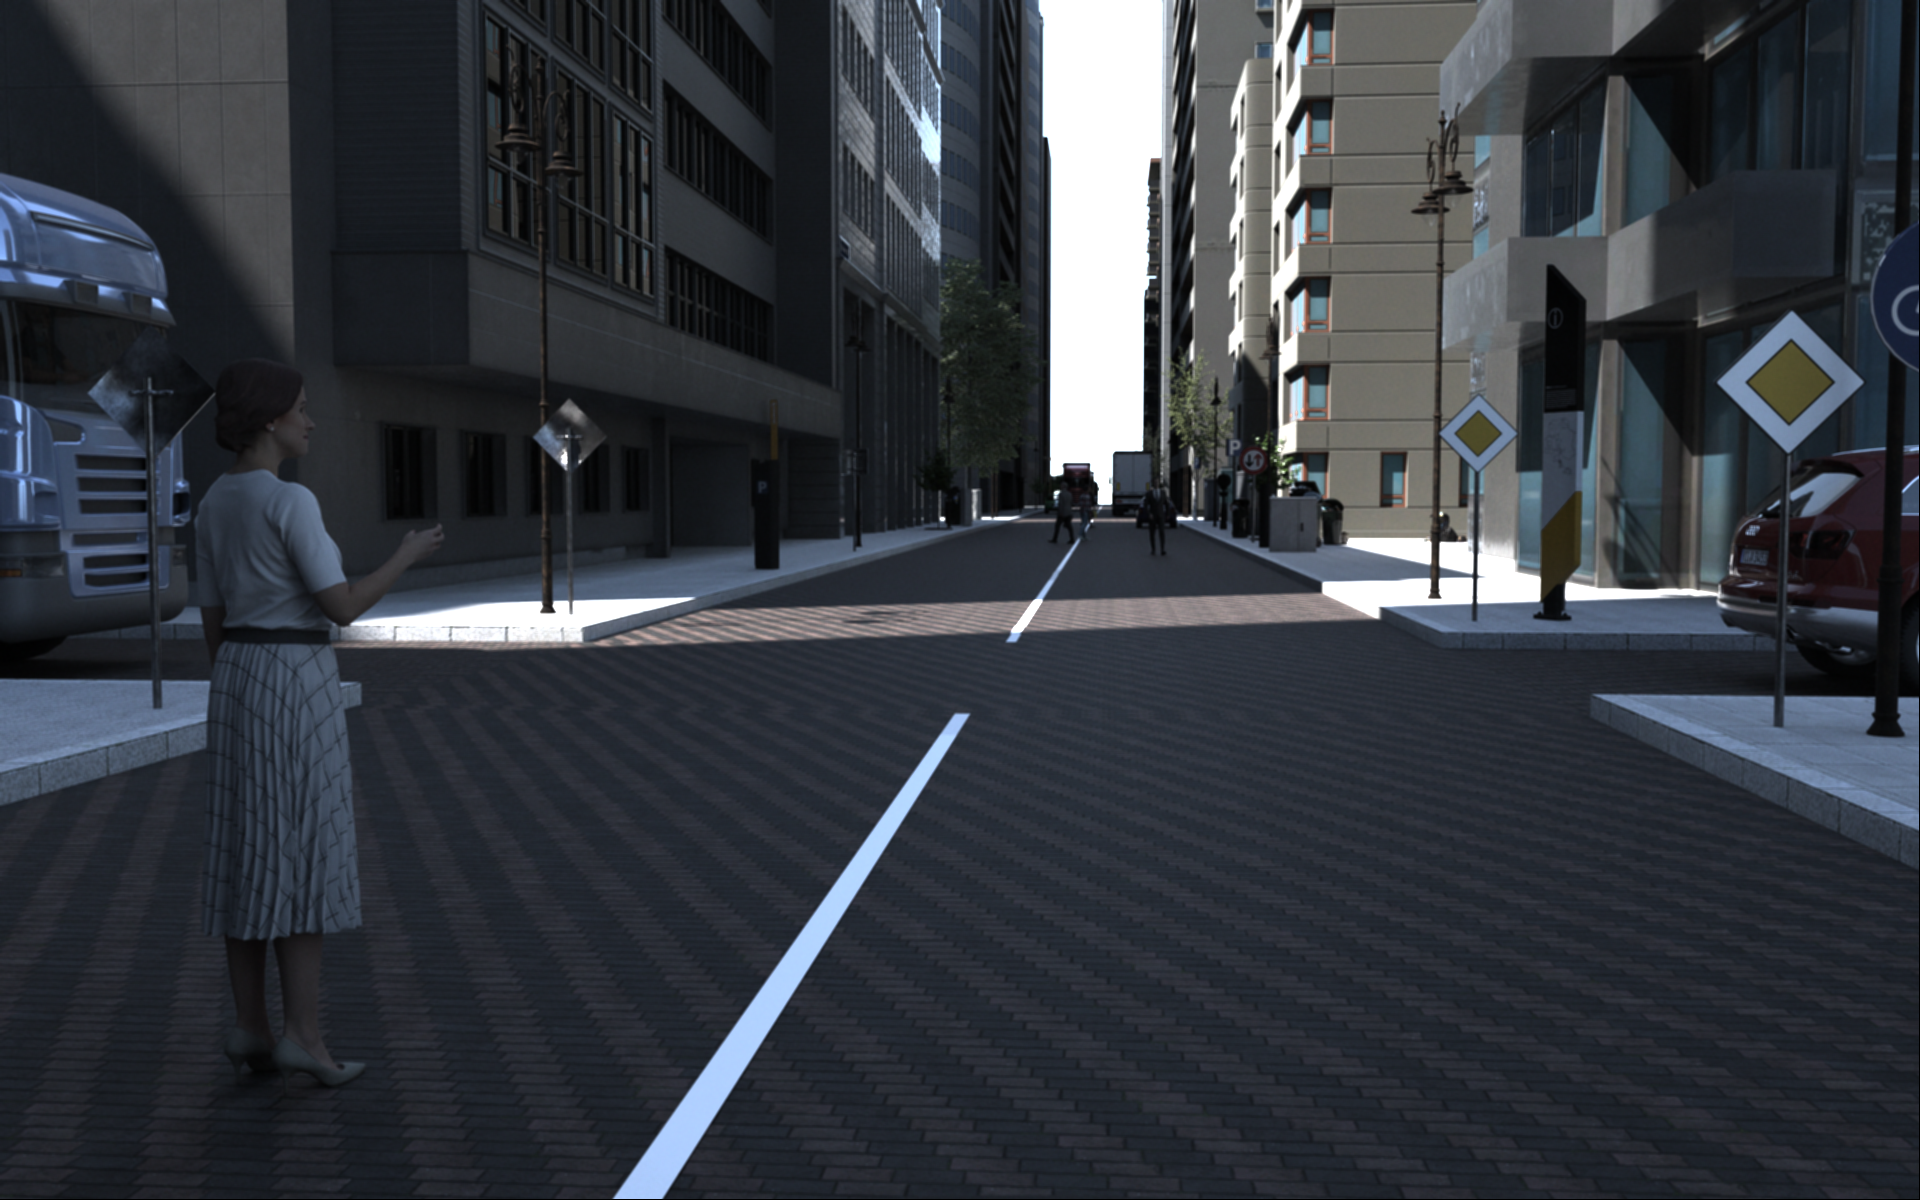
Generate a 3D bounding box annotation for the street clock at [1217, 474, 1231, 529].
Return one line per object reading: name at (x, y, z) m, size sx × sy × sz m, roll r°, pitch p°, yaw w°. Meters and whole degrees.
street clock at (9.574, -3.567, 62.883) m, size 0.471 × 2.002 × 0.358 m, roll 3°, pitch 4°, yaw 38°

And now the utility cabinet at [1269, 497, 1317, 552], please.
utility cabinet at (7.377, -1.665, 38.378) m, size 1.020 × 1.237 × 0.306 m, roll 0°, pitch 4°, yaw 8°

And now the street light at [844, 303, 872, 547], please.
street light at (-2.468, -4.232, 41.973) m, size 0.468 × 5.910 × 1.993 m, roll 0°, pitch 4°, yaw 5°

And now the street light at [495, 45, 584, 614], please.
street light at (-4.436, -2.793, 18.458) m, size 0.468 × 5.910 × 1.993 m, roll 0°, pitch 4°, yaw 5°

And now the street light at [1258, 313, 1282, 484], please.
street light at (7.950, -4.387, 44.519) m, size 0.468 × 5.910 × 1.993 m, roll 0°, pitch 4°, yaw 5°

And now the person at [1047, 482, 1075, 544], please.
person at (2.965, -2.537, 50.371) m, size 0.834 × 1.777 × 0.661 m, roll 2°, pitch 4°, yaw 34°

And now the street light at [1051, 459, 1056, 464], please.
street light at (9.294, -12.550, 177.976) m, size 0.468 × 5.910 × 1.993 m, roll 0°, pitch 4°, yaw 5°

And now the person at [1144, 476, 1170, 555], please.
person at (4.668, -1.993, 40.856) m, size 0.659 × 1.850 × 0.755 m, roll 0°, pitch 4°, yaw -3°

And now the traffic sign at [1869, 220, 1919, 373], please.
traffic sign at (4.472, -0.472, 7.817) m, size 0.768 × 2.556 × 0.104 m, roll 1°, pitch 4°, yaw 9°

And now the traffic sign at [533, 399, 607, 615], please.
traffic sign at (-4.112, -0.894, 18.259) m, size 0.795 × 2.450 × 0.064 m, roll 0°, pitch 4°, yaw 5°

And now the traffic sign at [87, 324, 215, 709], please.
traffic sign at (-4.800, -0.407, 10.303) m, size 0.795 × 2.450 × 0.064 m, roll 0°, pitch 4°, yaw 5°

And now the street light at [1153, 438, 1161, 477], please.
street light at (16.430, -10.434, 143.388) m, size 0.468 × 5.910 × 1.993 m, roll 0°, pitch 4°, yaw 5°

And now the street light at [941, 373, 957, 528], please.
street light at (-0.424, -5.708, 66.111) m, size 0.468 × 5.910 × 1.993 m, roll 0°, pitch 4°, yaw 5°

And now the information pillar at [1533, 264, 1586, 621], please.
information pillar at (6.093, -1.601, 17.534) m, size 0.183 × 3.616 × 0.504 m, roll -2°, pitch 4°, yaw -24°

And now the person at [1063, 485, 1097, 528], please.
person at (5.117, -3.980, 73.790) m, size 1.509 × 1.804 × 0.699 m, roll -1°, pitch 4°, yaw -8°

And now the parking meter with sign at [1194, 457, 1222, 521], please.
parking meter with sign at (12.007, -5.265, 82.341) m, size 1.738 × 3.016 × 0.543 m, roll -1°, pitch 4°, yaw -21°

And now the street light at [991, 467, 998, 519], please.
street light at (2.003, -7.459, 94.745) m, size 0.468 × 5.910 × 1.993 m, roll 0°, pitch 4°, yaw 5°

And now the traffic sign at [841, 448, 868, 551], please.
traffic sign at (-2.357, -2.237, 38.703) m, size 0.606 × 2.300 × 0.079 m, roll 1°, pitch 4°, yaw 10°

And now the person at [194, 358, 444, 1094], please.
person at (-1.592, 0.295, 4.249) m, size 0.480 × 1.755 × 0.524 m, roll 2°, pitch 4°, yaw 30°

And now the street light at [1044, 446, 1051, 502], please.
street light at (8.203, -11.832, 166.242) m, size 0.468 × 5.910 × 1.993 m, roll 0°, pitch 4°, yaw 5°

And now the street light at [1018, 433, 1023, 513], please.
street light at (4.156, -8.935, 118.879) m, size 0.468 × 5.910 × 1.993 m, roll 0°, pitch 4°, yaw 5°

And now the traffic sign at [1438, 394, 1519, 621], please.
traffic sign at (5.196, -0.844, 17.436) m, size 0.795 × 2.450 × 0.064 m, roll 0°, pitch 4°, yaw 5°

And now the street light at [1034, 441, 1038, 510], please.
street light at (6.267, -10.384, 142.560) m, size 0.468 × 5.910 × 1.993 m, roll 0°, pitch 4°, yaw 5°

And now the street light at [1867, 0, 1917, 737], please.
street light at (4.928, -2.217, 9.043) m, size 0.468 × 5.910 × 1.993 m, roll 0°, pitch 4°, yaw 5°

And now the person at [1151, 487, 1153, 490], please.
person at (9.964, -4.924, 89.341) m, size 0.374 × 1.781 × 0.599 m, roll 1°, pitch 4°, yaw 13°

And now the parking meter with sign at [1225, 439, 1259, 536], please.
parking meter with sign at (8.946, -3.528, 53.949) m, size 0.543 × 3.016 × 1.738 m, roll -1°, pitch 4°, yaw -21°

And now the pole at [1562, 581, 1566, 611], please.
pole at (6.592, -1.539, 19.009) m, size 0.158 × 3.312 × 0.155 m, roll 0°, pitch 3°, yaw 0°

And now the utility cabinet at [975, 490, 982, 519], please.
utility cabinet at (0.623, -4.798, 87.122) m, size 0.318 × 1.500 × 1.173 m, roll -2°, pitch 4°, yaw -34°

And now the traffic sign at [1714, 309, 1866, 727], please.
traffic sign at (4.508, -0.357, 9.481) m, size 0.795 × 2.450 × 0.064 m, roll 0°, pitch 4°, yaw 5°

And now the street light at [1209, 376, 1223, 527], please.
street light at (10.039, -5.825, 68.024) m, size 0.468 × 5.910 × 1.993 m, roll 0°, pitch 4°, yaw 5°

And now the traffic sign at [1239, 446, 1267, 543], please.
traffic sign at (7.757, -2.794, 45.781) m, size 0.768 × 2.556 × 0.104 m, roll 1°, pitch 4°, yaw 14°

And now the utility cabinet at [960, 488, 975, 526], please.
utility cabinet at (0.256, -3.680, 68.852) m, size 0.318 × 1.500 × 1.173 m, roll -1°, pitch 4°, yaw -8°

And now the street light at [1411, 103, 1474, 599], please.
street light at (5.809, -2.950, 21.019) m, size 0.468 × 5.910 × 1.993 m, roll 0°, pitch 4°, yaw 5°

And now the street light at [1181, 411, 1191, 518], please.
street light at (12.481, -7.550, 96.237) m, size 0.468 × 5.910 × 1.993 m, roll 0°, pitch 4°, yaw 5°

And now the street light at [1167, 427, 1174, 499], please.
street light at (14.545, -8.996, 119.866) m, size 0.468 × 5.910 × 1.993 m, roll 0°, pitch 4°, yaw 5°

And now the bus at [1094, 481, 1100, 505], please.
bus at (17.816, -14.915, 238.712) m, size 2.948 × 3.499 × 13.247 m, roll 0°, pitch 4°, yaw 5°

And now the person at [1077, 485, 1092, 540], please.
person at (3.853, -2.713, 53.689) m, size 0.643 × 1.720 × 0.563 m, roll -2°, pitch 4°, yaw -24°

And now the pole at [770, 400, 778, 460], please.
pole at (-4.033, -2.678, 37.633) m, size 0.158 × 3.312 × 0.155 m, roll 0°, pitch 3°, yaw 0°

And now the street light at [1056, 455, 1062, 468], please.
street light at (11.291, -13.996, 201.615) m, size 0.468 × 5.910 × 1.993 m, roll 0°, pitch 4°, yaw 5°
